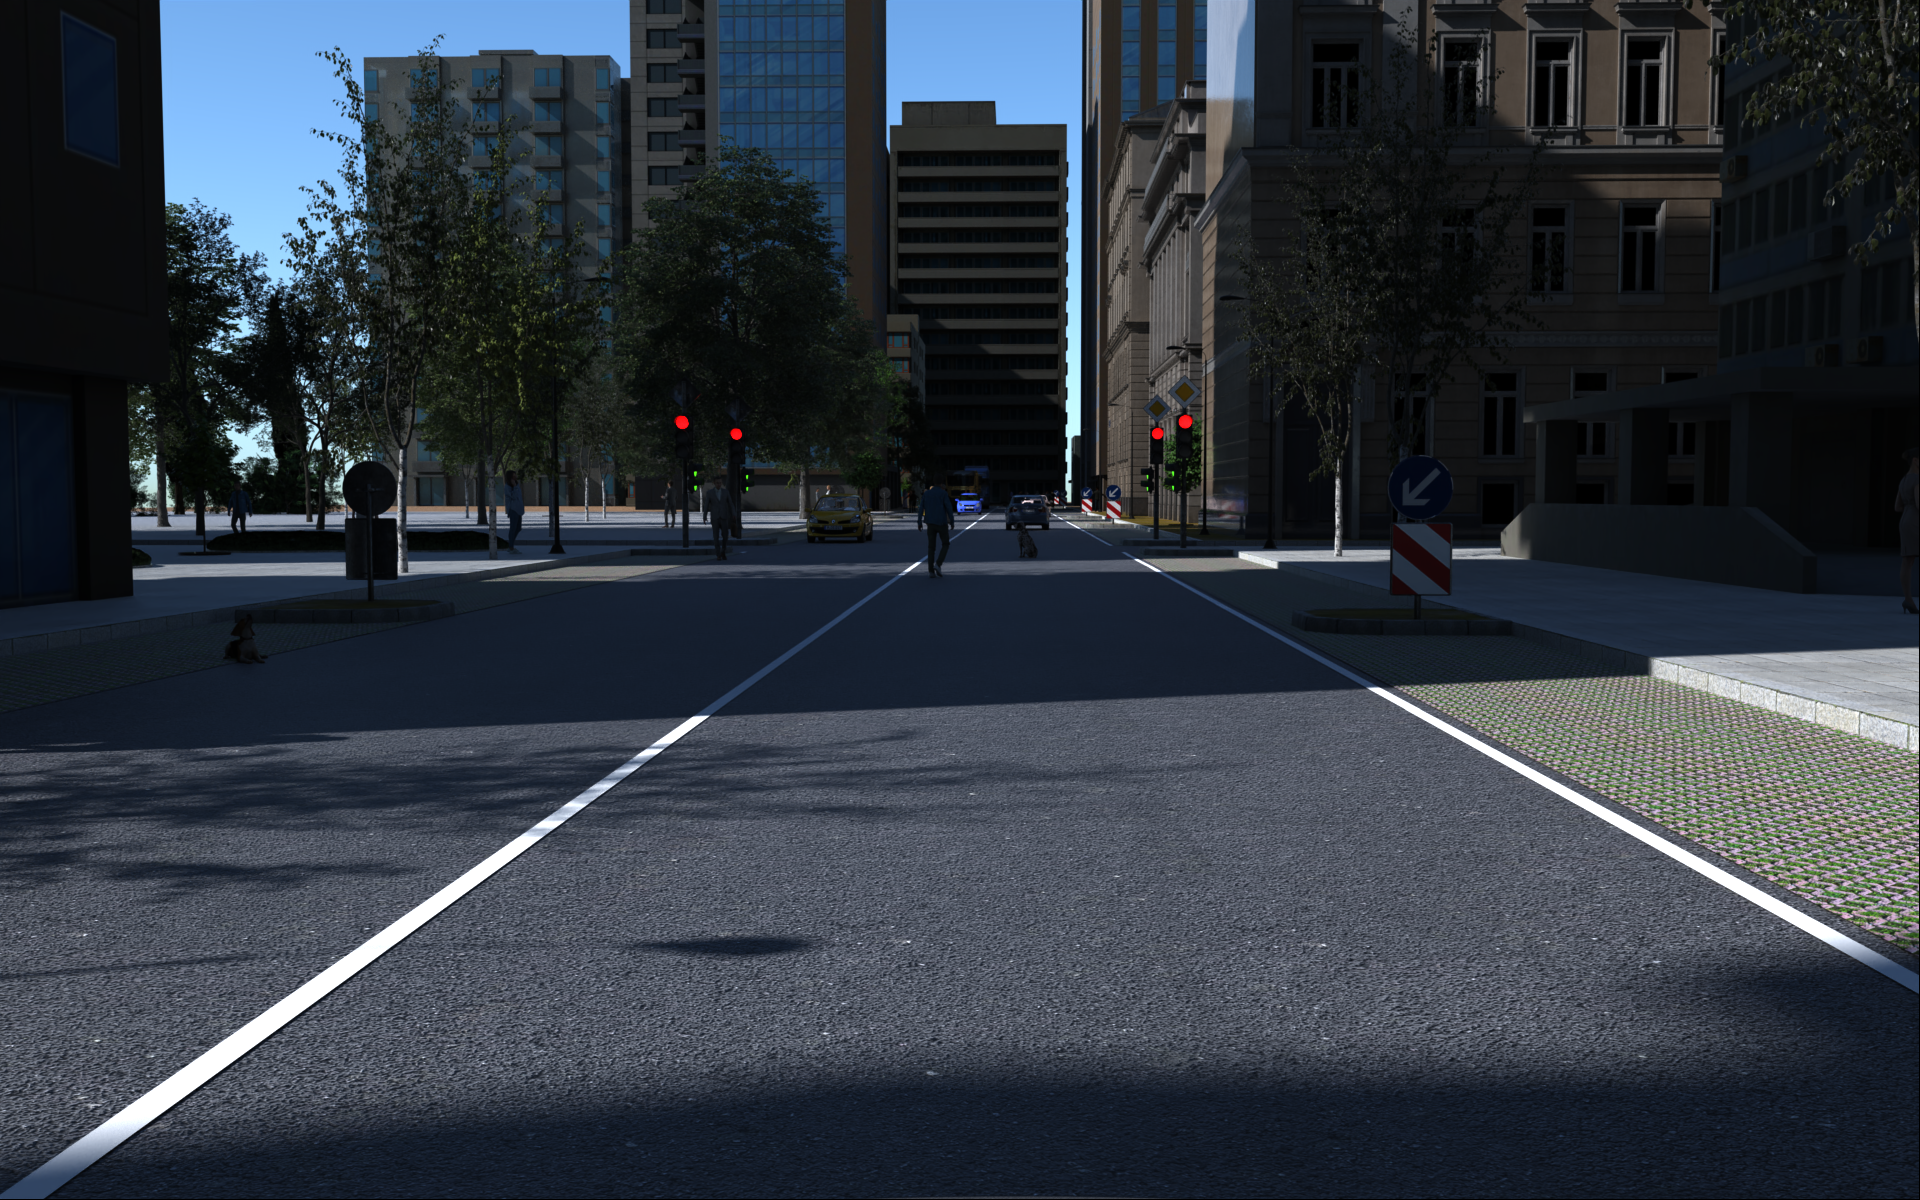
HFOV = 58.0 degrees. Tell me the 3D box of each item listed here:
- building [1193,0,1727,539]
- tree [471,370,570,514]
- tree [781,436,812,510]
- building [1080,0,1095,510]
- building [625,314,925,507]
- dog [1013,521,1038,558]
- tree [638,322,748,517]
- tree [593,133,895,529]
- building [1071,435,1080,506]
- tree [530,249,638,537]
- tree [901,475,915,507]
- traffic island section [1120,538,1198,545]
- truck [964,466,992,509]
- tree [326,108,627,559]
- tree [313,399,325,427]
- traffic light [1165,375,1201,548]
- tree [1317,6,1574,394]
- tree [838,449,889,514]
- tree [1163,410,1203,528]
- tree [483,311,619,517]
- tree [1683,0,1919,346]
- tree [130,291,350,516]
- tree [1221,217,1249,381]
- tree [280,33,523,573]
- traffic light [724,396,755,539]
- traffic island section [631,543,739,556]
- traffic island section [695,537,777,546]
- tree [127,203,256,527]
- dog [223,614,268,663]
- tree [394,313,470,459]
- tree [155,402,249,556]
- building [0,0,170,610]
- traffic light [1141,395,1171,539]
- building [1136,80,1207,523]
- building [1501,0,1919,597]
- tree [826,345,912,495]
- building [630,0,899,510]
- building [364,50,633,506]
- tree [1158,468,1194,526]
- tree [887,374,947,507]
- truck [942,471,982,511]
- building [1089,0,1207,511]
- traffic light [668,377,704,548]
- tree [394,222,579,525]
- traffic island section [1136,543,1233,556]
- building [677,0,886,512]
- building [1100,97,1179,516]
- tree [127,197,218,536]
[{"bbox_3d":[18.026,-16.414,54.271,20.117,28.700,13.634,0,4,2],"label":"building"},{"bbox_3d":[-28.895,-10.739,110.000,8.767,10.594,7.601,-2,4,-30],"label":"tree"},{"bbox_3d":[-10.104,-9.595,107.239,4.737,8.622,4.395,0,3,0],"label":"tree"},{"bbox_3d":[21.291,-37.405,153.574,21.231,58.520,28.212,0,4,2],"label":"building"},{"bbox_3d":[-18.909,-20.973,187.950,28.899,21.520,27.650,0,4,2],"label":"building"},{"bbox_3d":[1.502,-1.352,38.942,0.513,0.831,0.800,0,4,-6],"label":"dog"},{"bbox_3d":[-11.670,-7.591,74.480,4.360,8.622,3.978,0,3,0],"label":"tree"},{"bbox_3d":[-8.302,-9.581,63.305,9.857,13.997,8.962,0,3,0],"label":"tree"},{"bbox_3d":[23.565,-53.204,182.560,22.319,86.520,31.000,0,4,2],"label":"building"},{"bbox_3d":[-12.458,-6.191,51.579,4.360,8.622,3.978,0,3,0],"label":"tree"},{"bbox_3d":[-5.348,-10.888,172.626,1.663,3.219,1.824,0,3,0],"label":"tree"},{"bbox_3d":[5.588,-1.644,49.164,2.009,0.180,2.903,0,4,2],"label":"traffic island section"},{"bbox_3d":[1.649,-11.072,170.793,2.967,4.110,18.799,0,4,1],"label":"truck"},{"bbox_3d":[-8.961,-5.099,33.726,4.737,8.622,4.395,0,3,0],"label":"tree"},{"bbox_3d":[-31.490,-8.496,89.273,4.737,8.622,4.395,0,3,0],"label":"tree"},{"bbox_3d":[5.291,-3.190,41.071,0.839,4.253,0.868,0,4,2],"label":"traffic light"},{"bbox_3d":[7.238,-4.703,27.256,4.360,8.622,3.978,0,3,0],"label":"tree"},{"bbox_3d":[-6.283,-7.937,113.484,4.285,4.588,4.351,0,3,0],"label":"tree"},{"bbox_3d":[9.239,-5.025,65.871,4.285,4.588,4.351,0,3,0],"label":"tree"},{"bbox_3d":[-23.533,-10.598,99.039,9.928,11.665,9.643,0,3,0],"label":"tree"},{"bbox_3d":[7.180,-3.796,12.423,4.360,8.622,3.978,0,3,0],"label":"tree"},{"bbox_3d":[-47.929,-12.985,114.125,13.155,14.587,18.604,-3,4,-38],"label":"tree"},{"bbox_3d":[7.546,-5.200,35.388,4.360,8.622,3.978,0,3,0],"label":"tree"},{"bbox_3d":[-9.170,-4.765,28.275,4.360,8.622,3.978,0,3,0],"label":"tree"},{"bbox_3d":[-6.307,-3.700,49.416,0.839,4.253,0.868,0,4,2],"label":"traffic light"},{"bbox_3d":[-6.604,-1.180,41.571,2.009,0.180,2.903,0,4,2],"label":"traffic island section"},{"bbox_3d":[-6.347,-1.668,49.552,2.009,0.180,2.903,0,4,2],"label":"traffic island section"},{"bbox_3d":[-31.114,-9.120,67.243,7.486,12.596,7.792,0,3,0],"label":"tree"},{"bbox_3d":[-6.123,0.319,14.979,0.550,0.427,0.748,0,4,7],"label":"dog"},{"bbox_3d":[-22.637,-7.797,61.887,7.601,10.594,8.767,0,4,-1],"label":"tree"},{"bbox_3d":[-15.865,-2.555,36.369,1.663,3.219,1.824,0,3,0],"label":"tree"},{"bbox_3d":[-17.180,-22.255,13.973,14.600,45.320,14.200,0,4,2],"label":"building"},{"bbox_3d":[5.549,-3.678,49.052,0.839,4.253,0.868,0,4,2],"label":"traffic light"},{"bbox_3d":[16.243,-14.971,86.569,13.314,21.916,24.055,0,4,2],"label":"building"},{"bbox_3d":[27.136,-20.522,27.412,32.217,40.220,23.993,0,4,2],"label":"building"},{"bbox_3d":[-6.958,-11.879,119.971,9.928,11.665,9.643,0,3,0],"label":"tree"},{"bbox_3d":[-15.890,-43.447,148.609,20.563,71.187,20.611,0,4,2],"label":"building"},{"bbox_3d":[-48.506,-34.891,190.068,30.456,49.044,23.786,0,4,2],"label":"building"},{"bbox_3d":[9.168,-4.675,71.034,1.663,3.219,1.824,0,3,0],"label":"tree"},{"bbox_3d":[-5.964,-15.232,166.056,9.611,12.733,9.660,0,3,0],"label":"tree"},{"bbox_3d":[0.256,-9.085,144.458,3.469,3.379,9.791,0,4,3],"label":"truck"},{"bbox_3d":[17.332,-29.530,132.927,14.600,45.320,14.200,0,4,2],"label":"building"},{"bbox_3d":[-6.564,-3.212,41.435,0.839,4.253,0.868,0,4,2],"label":"traffic light"},{"bbox_3d":[-19.889,-9.436,72.399,7.486,12.596,7.792,0,3,0],"label":"tree"},{"bbox_3d":[5.331,-1.156,41.183,2.009,0.180,2.903,0,4,2],"label":"traffic island section"},{"bbox_3d":[-12.991,-29.459,131.771,14.600,45.320,14.200,0,4,2],"label":"building"},{"bbox_3d":[15.775,-19.189,111.011,12.463,27.353,25.104,0,4,2],"label":"building"},{"bbox_3d":[-23.503,-7.299,53.745,8.767,10.594,7.601,0,4,5],"label":"tree"}]
